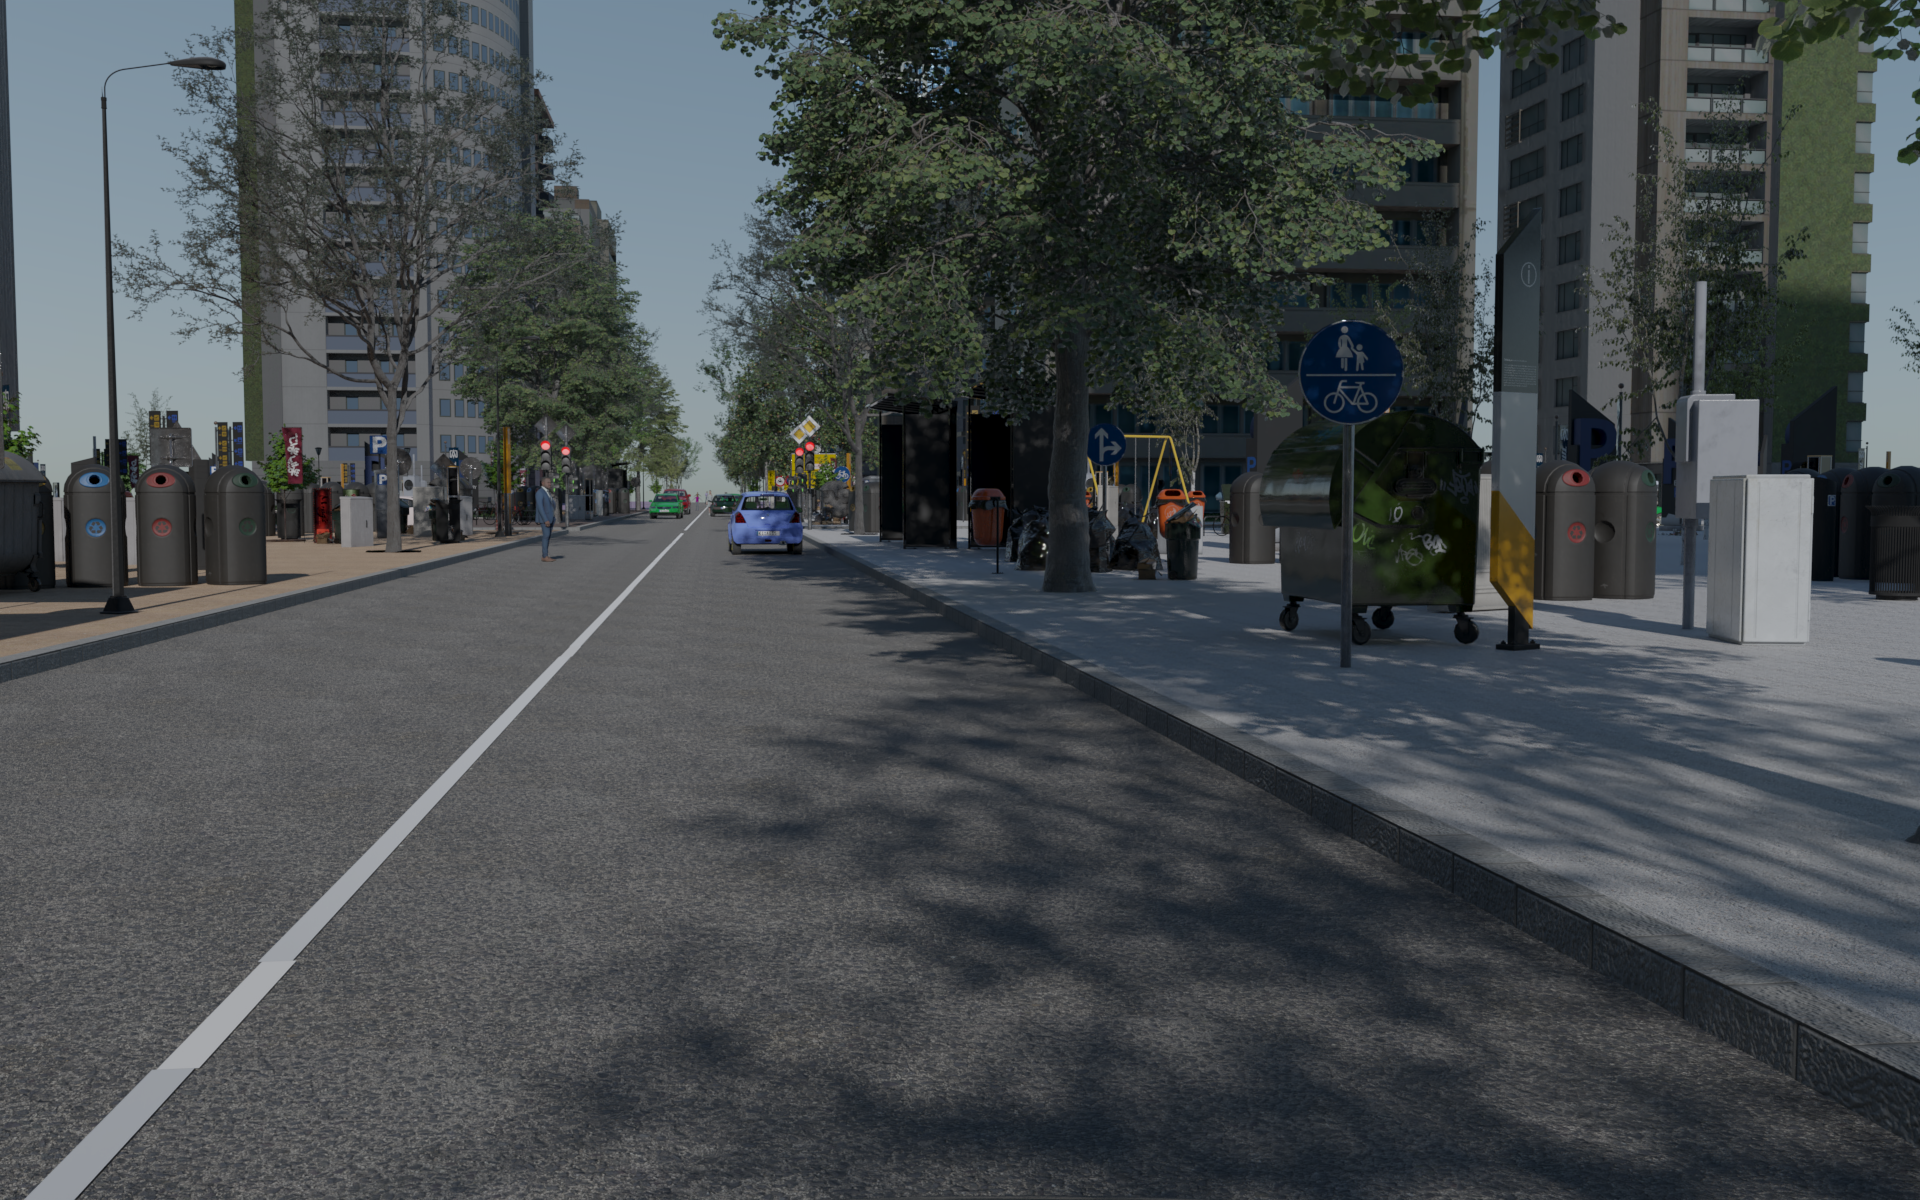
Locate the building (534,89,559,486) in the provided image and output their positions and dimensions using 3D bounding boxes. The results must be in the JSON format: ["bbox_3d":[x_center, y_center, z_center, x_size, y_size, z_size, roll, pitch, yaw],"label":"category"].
[{"bbox_3d":[-54.494,-32.296,182.667,22.147,44.769,28.867,0,4,-8],"label":"building"}]

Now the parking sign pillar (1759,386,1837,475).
[{"bbox_3d":[21.130,-3.345,43.167,1.447,3.967,1.447,-1,4,-17],"label":"parking sign pillar"}]

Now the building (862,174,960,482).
[{"bbox_3d":[5.502,-30.257,186.579,32.217,40.220,23.993,0,4,-8],"label":"building"}]

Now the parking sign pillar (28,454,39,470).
[{"bbox_3d":[-56.778,-7.186,105.962,1.447,3.967,1.447,-3,5,-42],"label":"parking sign pillar"}]

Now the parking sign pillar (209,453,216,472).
[{"bbox_3d":[-48.147,-7.632,113.249,1.447,3.967,1.447,-3,5,-42],"label":"parking sign pillar"}]

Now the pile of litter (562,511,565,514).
[{"bbox_3d":[-24.812,-5.841,109.460,1.176,0.858,1.719,-2,4,-23],"label":"pile of litter"}]

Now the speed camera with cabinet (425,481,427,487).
[{"bbox_3d":[-36.631,-7.648,119.374,0.660,3.252,2.038,2,4,35],"label":"speed camera with cabinet"}]

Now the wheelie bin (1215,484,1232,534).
[{"bbox_3d":[8.648,-2.906,55.420,0.980,1.594,0.693,0,4,-5],"label":"wheelie bin"}]

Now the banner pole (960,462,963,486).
[{"bbox_3d":[0.407,-7.964,120.235,0.863,3.779,0.401,-1,4,-12],"label":"banner pole"}]

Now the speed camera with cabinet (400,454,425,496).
[{"bbox_3d":[-27.883,-5.624,86.291,2.038,3.252,0.660,1,4,18],"label":"speed camera with cabinet"}]

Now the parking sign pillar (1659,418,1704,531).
[{"bbox_3d":[25.225,-4.404,60.475,1.447,3.967,1.447,-2,4,-34],"label":"parking sign pillar"}]

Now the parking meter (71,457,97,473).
[{"bbox_3d":[-13.662,-1.303,27.008,0.399,1.863,0.255,-2,4,-26],"label":"parking meter"}]

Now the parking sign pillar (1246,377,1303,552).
[{"bbox_3d":[7.115,-3.105,39.246,1.447,3.967,1.447,-2,4,-29],"label":"parking sign pillar"}]

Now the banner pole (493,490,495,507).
[{"bbox_3d":[-36.852,-8.985,136.914,0.401,3.779,0.863,-1,4,-17],"label":"banner pole"}]

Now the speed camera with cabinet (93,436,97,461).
[{"bbox_3d":[-28.917,-3.939,58.734,0.660,3.252,2.038,-3,5,-41],"label":"speed camera with cabinet"}]

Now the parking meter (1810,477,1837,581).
[{"bbox_3d":[12.711,-1.049,25.566,0.372,1.533,0.369,0,3,0],"label":"parking meter"}]

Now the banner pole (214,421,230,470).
[{"bbox_3d":[-25.345,-4.248,59.477,0.863,3.779,0.401,2,4,25],"label":"banner pole"}]

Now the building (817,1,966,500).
[{"bbox_3d":[-10.141,-57.836,258.289,22.319,86.520,31.000,0,4,-8],"label":"building"}]

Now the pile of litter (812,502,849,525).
[{"bbox_3d":[-5.457,-3.575,72.412,1.719,0.858,1.176,0,4,4],"label":"pile of litter"}]

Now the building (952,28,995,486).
[{"bbox_3d":[11.119,-29.002,128.812,22.147,44.769,28.867,0,4,-8],"label":"building"}]

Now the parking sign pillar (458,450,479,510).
[{"bbox_3d":[-28.276,-6.775,99.240,1.447,3.967,1.447,3,5,43],"label":"parking sign pillar"}]

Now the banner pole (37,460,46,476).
[{"bbox_3d":[-66.967,-8.334,126.277,0.401,3.779,0.863,1,4,22],"label":"banner pole"}]

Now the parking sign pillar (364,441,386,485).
[{"bbox_3d":[-29.703,-6.112,88.403,1.447,3.967,1.447,-1,4,-9],"label":"parking sign pillar"}]

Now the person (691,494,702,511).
[{"bbox_3d":[-22.558,-8.372,148.599,0.991,1.433,0.599,0,4,-1],"label":"person"}]

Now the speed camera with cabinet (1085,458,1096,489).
[{"bbox_3d":[5.151,-5.096,77.651,2.038,3.252,0.660,-1,4,-12],"label":"speed camera with cabinet"}]

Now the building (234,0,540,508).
[{"bbox_3d":[-49.961,-37.437,154.096,21.231,58.520,28.212,0,4,-8],"label":"building"}]

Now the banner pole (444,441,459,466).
[{"bbox_3d":[-24.011,-5.606,81.675,0.863,3.779,0.401,0,4,4],"label":"banner pole"}]

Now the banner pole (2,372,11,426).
[{"bbox_3d":[-19.294,-2.753,35.023,0.401,3.779,0.863,-3,5,-44],"label":"banner pole"}]

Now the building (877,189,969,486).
[{"bbox_3d":[-1.177,-24.162,166.757,14.160,30.474,14.107,0,4,-8],"label":"building"}]

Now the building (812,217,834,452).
[{"bbox_3d":[-13.455,-41.006,290.049,23.786,49.044,30.456,0,4,-8],"label":"building"}]

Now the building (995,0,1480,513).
[{"bbox_3d":[12.928,-28.621,91.658,21.600,48.544,21.300,0,4,-8],"label":"building"}]

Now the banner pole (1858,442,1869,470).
[{"bbox_3d":[43.286,-5.689,83.030,0.863,3.779,0.401,-2,4,-28],"label":"banner pole"}]

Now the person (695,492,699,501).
[{"bbox_3d":[-39.972,-15.572,263.822,1.217,1.735,0.721,0,4,-4],"label":"person"}]

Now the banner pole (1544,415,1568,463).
[{"bbox_3d":[19.063,-3.973,54.979,0.863,3.779,0.401,-2,4,-31],"label":"banner pole"}]

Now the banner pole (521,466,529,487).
[{"bbox_3d":[-32.599,-8.549,129.793,0.863,3.779,0.401,-2,4,-34],"label":"banner pole"}]

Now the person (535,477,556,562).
[{"bbox_3d":[-8.810,-1.721,36.826,0.419,1.800,0.721,0,4,-3],"label":"person"}]

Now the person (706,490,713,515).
[{"bbox_3d":[-17.186,-6.707,119.164,0.512,1.701,0.522,0,4,6],"label":"person"}]

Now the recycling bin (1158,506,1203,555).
[{"bbox_3d":[4.692,-1.490,36.916,0.722,1.027,0.722,-2,4,-27],"label":"recycling bin"}]

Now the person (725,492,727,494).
[{"bbox_3d":[-35.909,-15.669,265.356,0.551,1.740,0.621,3,5,45],"label":"person"}]

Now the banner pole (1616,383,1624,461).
[{"bbox_3d":[14.797,-2.993,38.945,0.401,3.779,0.863,2,4,28],"label":"banner pole"}]

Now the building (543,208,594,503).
[{"bbox_3d":[-58.520,-34.074,240.704,14.154,41.232,14.086,0,4,-8],"label":"building"}]

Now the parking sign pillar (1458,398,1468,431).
[{"bbox_3d":[13.614,-3.608,47.464,1.447,3.967,1.447,1,4,22],"label":"parking sign pillar"}]

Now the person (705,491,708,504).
[{"bbox_3d":[-36.291,-14.704,248.781,0.709,1.838,0.599,-3,5,-42],"label":"person"}]

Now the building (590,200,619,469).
[{"bbox_3d":[-68.063,-40.531,286.375,21.300,48.544,21.600,0,4,-8],"label":"building"}]

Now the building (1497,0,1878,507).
[{"bbox_3d":[38.738,-25.095,93.895,14.086,41.232,14.154,0,4,-8],"label":"building"}]

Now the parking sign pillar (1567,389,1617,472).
[{"bbox_3d":[16.358,-3.439,44.696,1.447,3.967,1.447,-1,4,-14],"label":"parking sign pillar"}]

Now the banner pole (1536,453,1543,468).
[{"bbox_3d":[31.291,-6.312,93.219,0.863,3.779,0.401,-1,4,-23],"label":"banner pole"}]

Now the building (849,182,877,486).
[{"bbox_3d":[-6.283,-31.835,204.104,14.154,41.232,14.086,0,4,-8],"label":"building"}]

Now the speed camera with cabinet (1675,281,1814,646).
[{"bbox_3d":[7.006,-1.296,15.526,0.660,3.252,2.038,0,4,7],"label":"speed camera with cabinet"}]

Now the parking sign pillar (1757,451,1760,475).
[{"bbox_3d":[36.284,-5.511,78.574,1.447,3.967,1.447,2,4,31],"label":"parking sign pillar"}]

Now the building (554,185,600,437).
[{"bbox_3d":[-60.736,-36.967,254.524,14.600,45.320,14.200,0,4,-8],"label":"building"}]

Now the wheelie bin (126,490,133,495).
[{"bbox_3d":[-61.531,-7.339,127.908,0.693,1.594,0.980,0,4,2],"label":"wheelie bin"}]

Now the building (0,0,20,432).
[{"bbox_3d":[-30.382,-16.330,38.700,14.107,30.474,14.160,0,4,-8],"label":"building"}]

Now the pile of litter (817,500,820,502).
[{"bbox_3d":[-11.525,-7.643,138.933,1.719,0.858,1.176,-2,4,-28],"label":"pile of litter"}]
